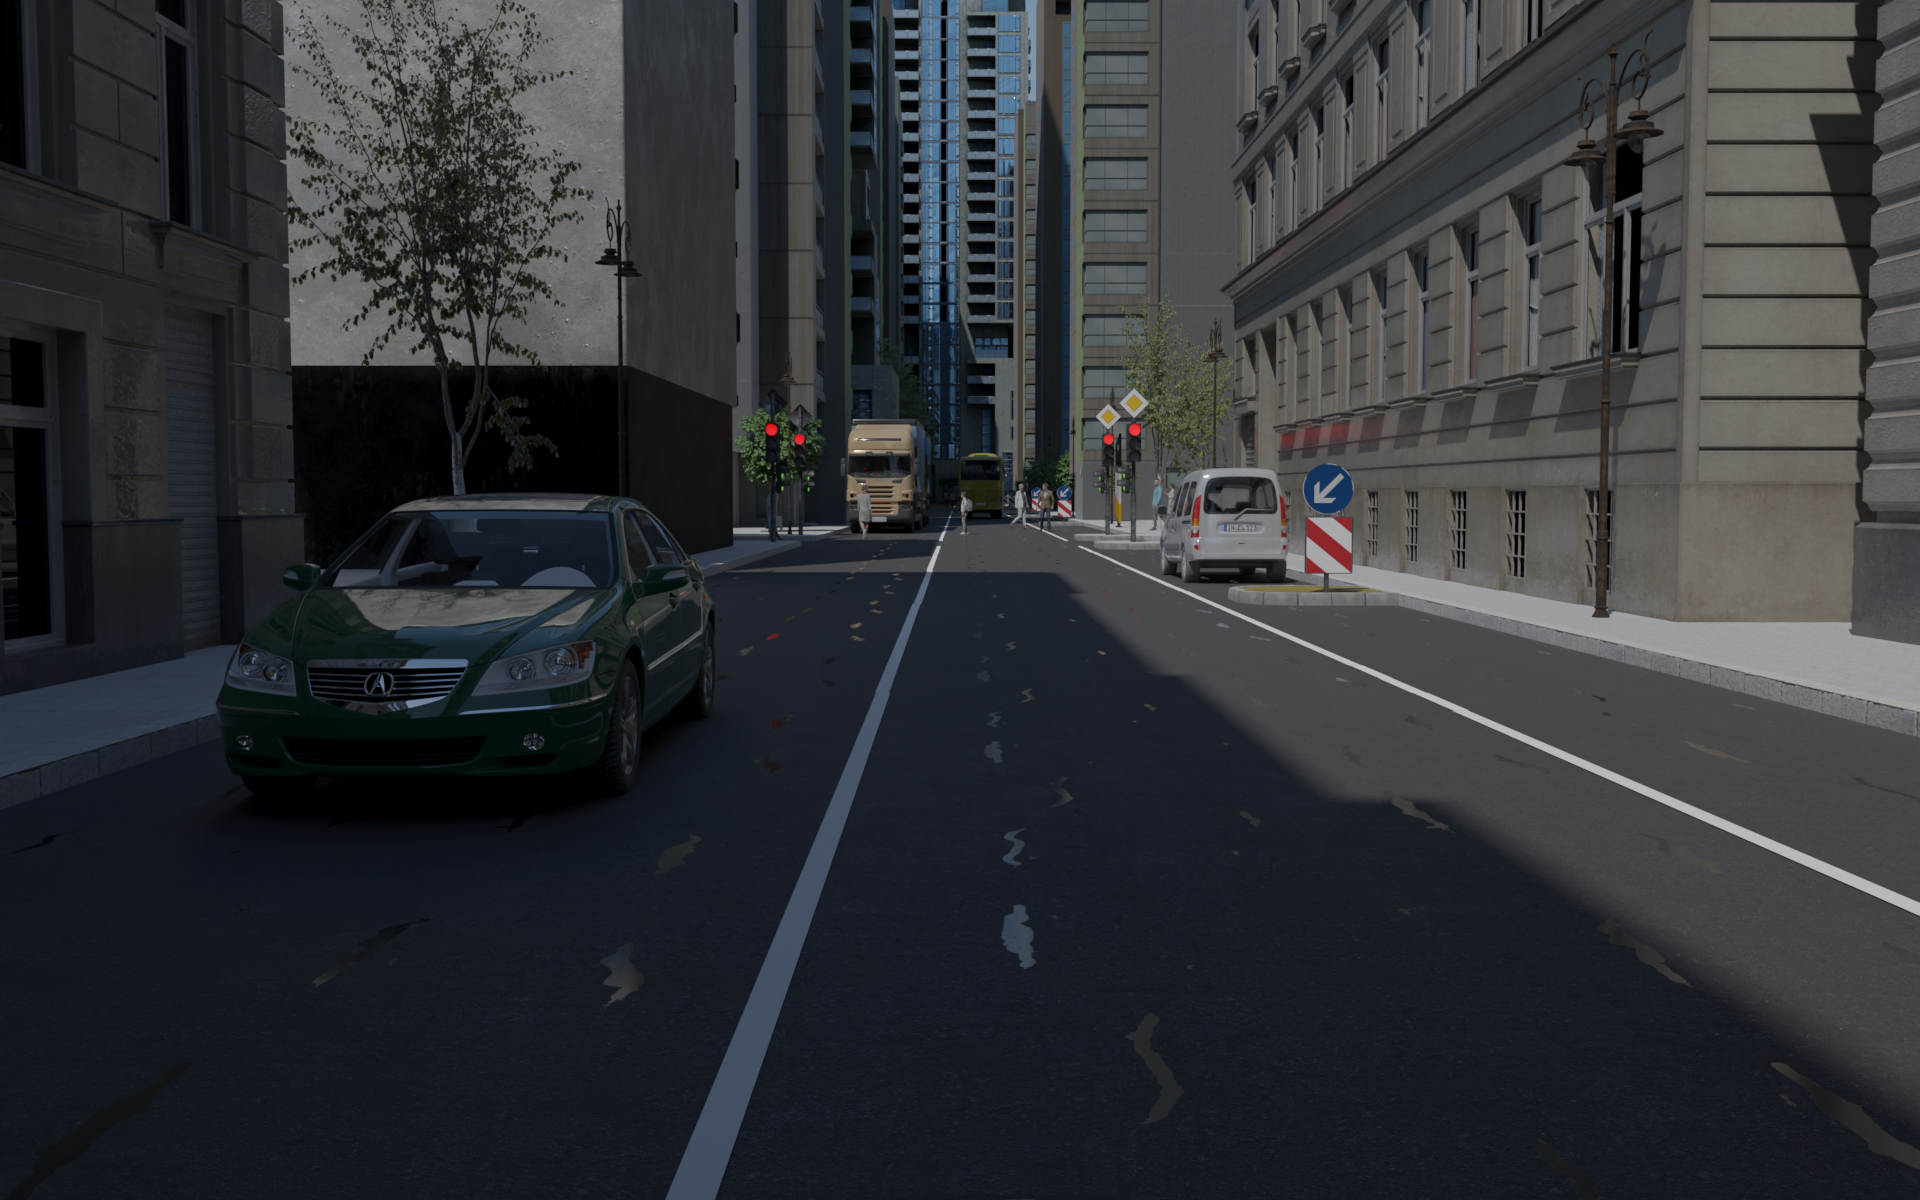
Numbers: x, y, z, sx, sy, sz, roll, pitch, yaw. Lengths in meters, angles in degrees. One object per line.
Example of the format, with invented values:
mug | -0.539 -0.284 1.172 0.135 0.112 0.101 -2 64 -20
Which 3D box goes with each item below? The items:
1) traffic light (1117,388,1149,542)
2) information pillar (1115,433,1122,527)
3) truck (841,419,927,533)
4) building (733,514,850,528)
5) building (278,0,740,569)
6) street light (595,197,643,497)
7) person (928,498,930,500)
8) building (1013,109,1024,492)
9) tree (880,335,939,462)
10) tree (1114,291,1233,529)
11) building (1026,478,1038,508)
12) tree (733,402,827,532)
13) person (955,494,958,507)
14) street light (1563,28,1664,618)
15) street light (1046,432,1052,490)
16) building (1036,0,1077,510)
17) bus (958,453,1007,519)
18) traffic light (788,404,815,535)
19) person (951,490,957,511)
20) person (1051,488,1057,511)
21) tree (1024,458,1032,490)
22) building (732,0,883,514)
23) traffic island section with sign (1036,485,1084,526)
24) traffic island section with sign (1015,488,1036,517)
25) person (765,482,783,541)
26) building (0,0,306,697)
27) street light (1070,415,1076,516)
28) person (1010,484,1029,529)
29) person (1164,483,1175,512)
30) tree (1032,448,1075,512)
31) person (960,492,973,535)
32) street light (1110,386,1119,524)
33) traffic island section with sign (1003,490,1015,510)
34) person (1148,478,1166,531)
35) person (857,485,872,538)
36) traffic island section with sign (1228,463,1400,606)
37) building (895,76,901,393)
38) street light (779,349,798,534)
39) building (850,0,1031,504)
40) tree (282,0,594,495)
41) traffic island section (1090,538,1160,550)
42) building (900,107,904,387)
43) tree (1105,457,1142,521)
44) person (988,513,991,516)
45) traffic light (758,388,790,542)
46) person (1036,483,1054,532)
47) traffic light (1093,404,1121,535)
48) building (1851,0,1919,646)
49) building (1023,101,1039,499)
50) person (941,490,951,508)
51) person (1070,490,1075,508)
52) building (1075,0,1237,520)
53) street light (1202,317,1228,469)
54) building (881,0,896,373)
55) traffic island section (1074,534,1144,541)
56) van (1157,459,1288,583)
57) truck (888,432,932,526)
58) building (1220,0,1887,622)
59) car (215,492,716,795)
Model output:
traffic light | 4.602 -3.497 46.095 0.839 4.253 0.868 0 3 0
information pillar | 6.096 -4.605 66.652 0.183 3.616 0.504 -1 4 -13
truck | -2.775 -4.775 66.980 2.839 4.237 11.283 0 4 1
building | -11.788 -23.588 69.263 14.154 41.232 14.086 0 3 0
building | -13.979 -10.385 37.252 16.811 18.784 16.820 0 3 0
street light | -5.354 -3.337 27.346 0.468 5.910 1.993 0 3 0
person | -3.156 -8.247 143.298 1.348 1.831 0.705 1 4 12
building | 13.249 -33.483 197.554 14.600 45.320 14.200 0 3 0
tree | -5.668 -12.566 123.576 7.486 12.596 7.792 0 3 0
tree | 7.427 -6.882 62.877 4.737 8.622 4.395 0 3 0
building | 22.600 -28.873 163.949 32.217 40.220 23.993 0 3 0
tree | -6.169 -4.606 59.023 4.285 4.588 4.351 0 3 0
person | -0.310 -11.319 196.798 0.421 1.427 0.697 0 4 3
street light | 6.665 -2.755 17.836 0.468 5.910 1.993 0 3 0
street light | 6.667 -9.547 128.877 0.468 5.910 1.993 0 3 0
building | 13.518 -30.245 144.623 14.600 45.320 14.200 0 3 0
bus | 1.342 -6.870 103.874 2.896 3.916 12.252 0 4 2
traffic light | -4.965 -3.984 54.057 0.839 4.253 0.868 0 3 0
person | -0.509 -8.162 142.736 0.721 1.735 1.217 1 4 21
person | 7.125 -7.666 131.903 1.217 1.766 0.721 0 4 -5
tree | 6.602 -9.312 135.960 4.285 4.588 4.351 0 3 0
building | -13.349 -27.670 135.997 14.154 41.232 14.086 0 3 0
traffic island section with sign | 4.620 -4.312 79.137 1.989 1.847 2.006 0 3 0
traffic island section with sign | 4.614 -6.026 107.158 1.989 1.847 2.006 0 3 0
person | -5.190 -2.417 48.369 0.624 1.780 0.694 -1 4 -21
building | -11.703 -12.593 3.153 12.463 27.353 25.104 0 3 0
street light | 6.659 -7.891 101.807 0.468 5.910 1.993 0 3 0
person | 2.430 -3.784 70.250 0.818 1.842 0.514 2 4 26
person | 8.972 -4.127 74.085 0.524 1.755 0.480 0 4 6
tree | 7.836 -8.624 124.723 4.285 4.588 4.351 0 3 0
person | 0.165 -3.075 61.373 0.523 1.515 0.503 -2 4 -27
street light | 6.499 -6.190 73.992 0.468 5.910 1.993 0 3 0
traffic island section with sign | 4.572 -9.010 155.948 1.989 1.847 2.006 0 3 0
person | 6.931 -3.322 60.214 0.748 1.841 0.638 1 4 13
person | -3.055 -2.850 55.854 0.466 1.731 0.760 -1 4 -14
traffic island section with sign | 4.661 -0.891 23.202 1.989 1.847 2.006 0 3 0
building | -12.886 -29.420 164.608 14.154 41.232 14.086 0 3 0
street light | -5.432 -5.037 55.136 0.468 5.910 1.993 0 3 0
building | -4.117 -55.647 222.500 31.000 86.520 22.319 0 3 0
tree | -6.524 -4.382 22.012 4.360 8.622 3.978 0 3 0
traffic island section | 4.642 -1.463 46.209 2.009 0.180 2.903 0 3 0
building | -17.227 -34.914 194.551 21.600 48.544 21.300 0 3 0
tree | 7.535 -5.346 82.015 1.663 3.219 1.824 0 3 0
person | 2.042 -6.262 115.161 0.394 1.301 0.425 -1 4 -17
traffic light | -4.959 -3.496 46.072 0.839 4.253 0.868 0 3 0
person | 3.200 -3.485 65.398 0.656 1.842 0.836 -1 4 -18
traffic light | 4.597 -3.985 54.080 0.839 4.253 0.868 0 3 0
building | 12.909 -10.823 5.840 11.050 23.489 19.941 0 3 0
building | 13.668 -30.579 183.563 14.154 41.232 14.086 0 3 0
person | -1.319 -10.059 173.052 1.348 1.812 0.705 1 4 11
person | 8.434 -7.503 128.820 0.679 1.850 0.850 1 4 11
building | 13.030 -24.900 90.712 14.154 41.232 14.086 0 3 0
street light | 6.690 -4.447 45.502 0.468 5.910 1.993 0 3 0
building | -12.768 -30.589 150.234 14.600 45.320 14.200 0 3 0
traffic island section | 4.637 -1.952 54.194 2.009 0.180 2.903 0 3 0
van | 4.416 -1.368 29.372 2.013 2.044 4.112 0 4 -1
truck | -2.670 -5.595 80.391 2.839 4.237 11.283 0 4 0
building | 14.408 -12.081 30.811 16.112 22.955 30.059 0 3 0
car | -2.498 0.125 9.754 2.131 1.459 4.920 0 4 -1
